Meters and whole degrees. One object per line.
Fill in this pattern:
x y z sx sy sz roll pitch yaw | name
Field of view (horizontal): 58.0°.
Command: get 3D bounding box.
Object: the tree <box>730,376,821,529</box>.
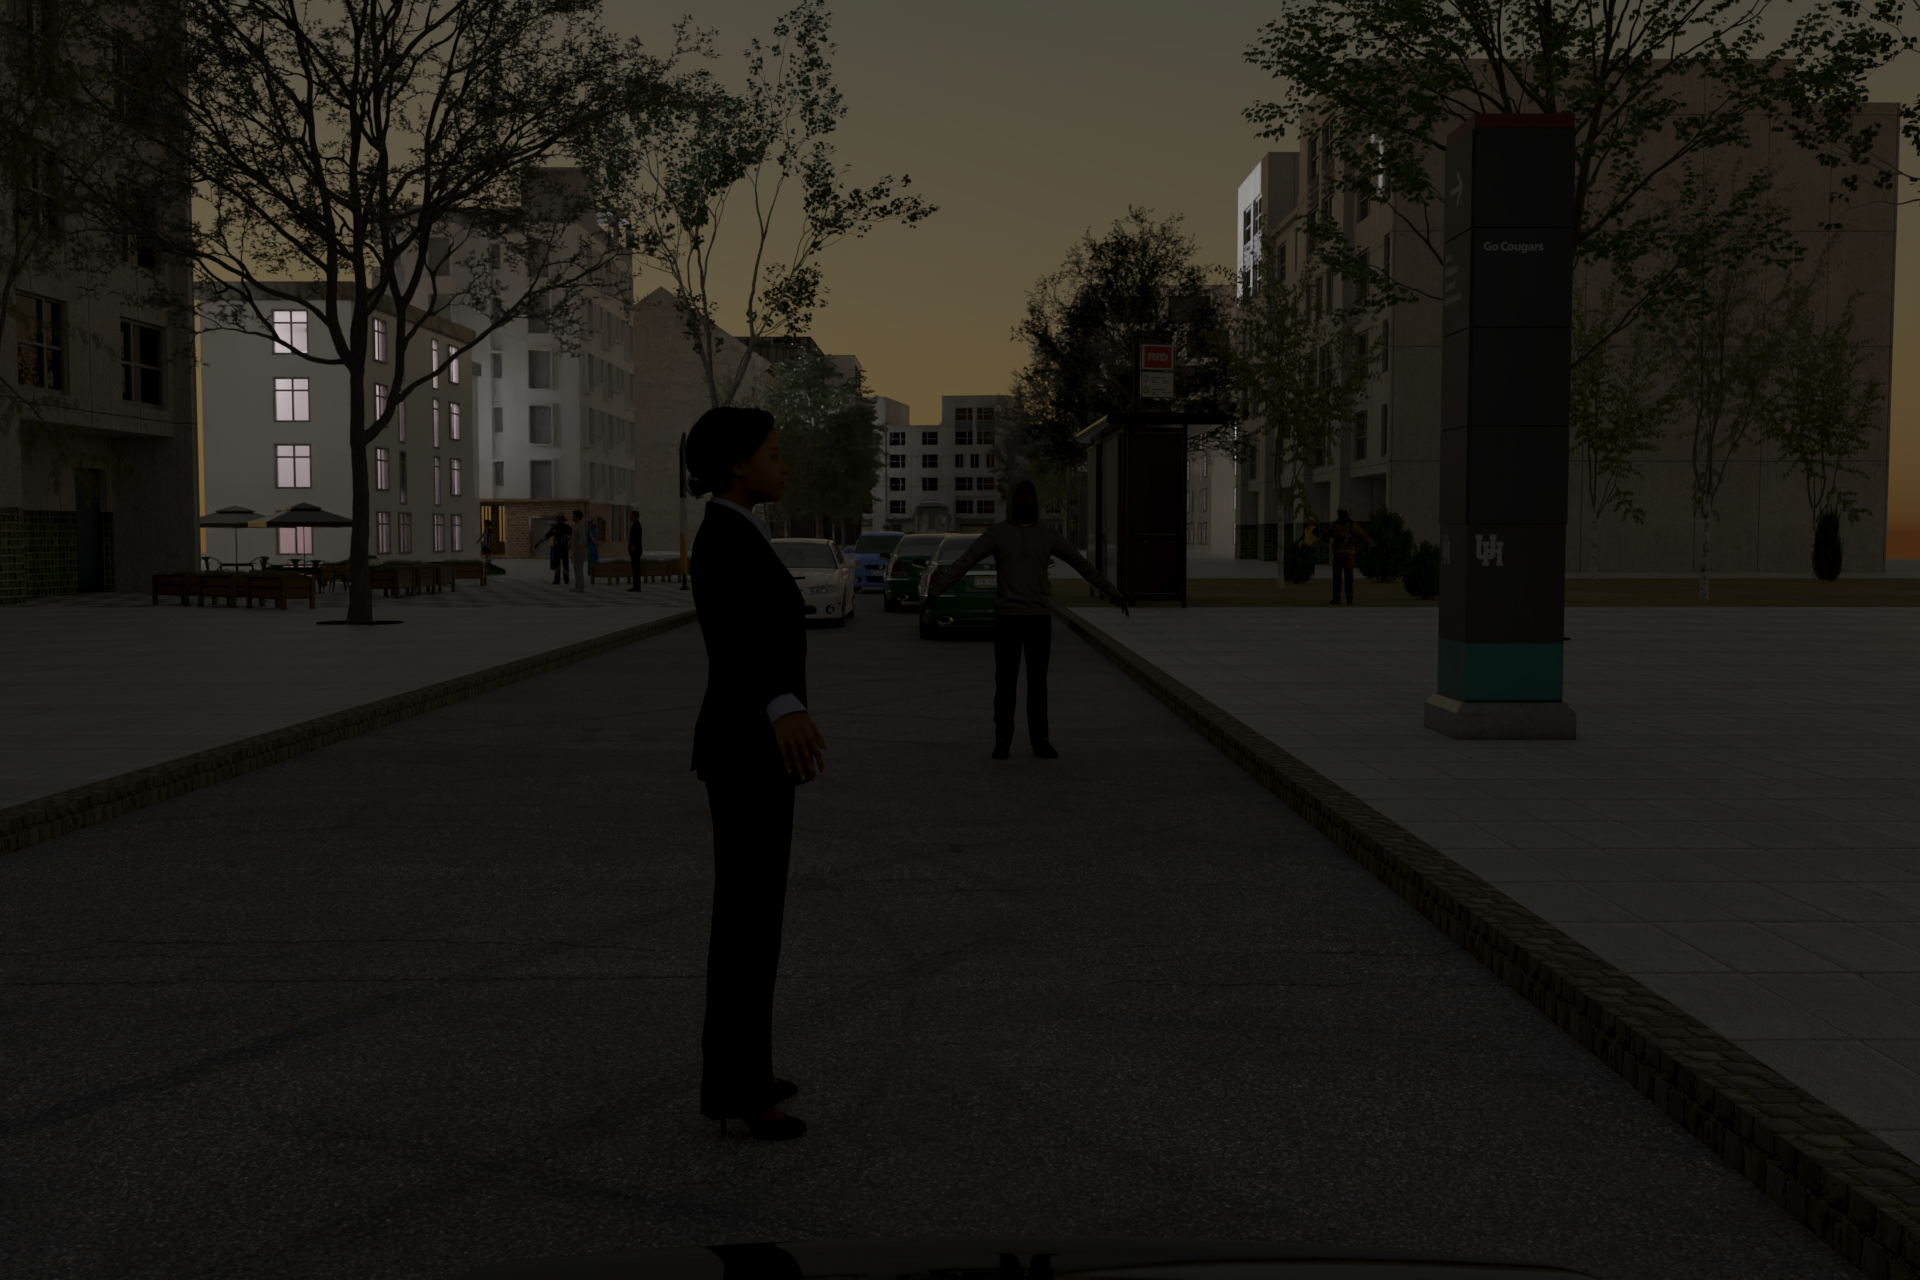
-9.344 -8.018 81.459 4.360 8.622 3.978 0 3 0 | tree

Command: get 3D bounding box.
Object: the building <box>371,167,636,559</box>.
-24.434 -14.328 90.682 16.016 20.090 11.380 0 4 1 | building

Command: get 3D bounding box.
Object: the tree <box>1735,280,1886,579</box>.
24.460 -6.063 49.493 4.737 8.622 4.395 0 3 0 | tree

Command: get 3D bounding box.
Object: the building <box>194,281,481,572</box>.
-24.537 -7.924 71.709 9.099 9.664 28.070 0 4 0 | building

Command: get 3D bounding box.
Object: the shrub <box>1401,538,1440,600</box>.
9.124 -1.393 33.898 1.383 1.207 1.383 0 3 0 | shrub

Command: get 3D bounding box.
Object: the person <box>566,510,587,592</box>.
-8.501 -1.971 38.418 0.705 1.806 1.347 -1 4 -23 | person

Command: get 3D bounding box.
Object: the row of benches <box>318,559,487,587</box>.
-13.675 -1.675 42.842 4.104 0.672 1.422 0 4 -7 | row of benches

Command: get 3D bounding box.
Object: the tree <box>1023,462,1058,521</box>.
6.207 -11.374 136.325 4.737 8.622 4.395 0 3 0 | tree

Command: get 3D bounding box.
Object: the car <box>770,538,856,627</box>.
-2.707 -0.967 28.166 2.083 1.381 4.827 0 4 -1 | car

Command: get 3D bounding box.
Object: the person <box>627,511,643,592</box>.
-7.280 -1.986 38.701 0.704 1.802 1.346 -1 4 -14 | person

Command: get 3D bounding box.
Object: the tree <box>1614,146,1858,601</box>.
14.007 -5.049 32.920 4.360 8.622 3.978 0 3 0 | tree

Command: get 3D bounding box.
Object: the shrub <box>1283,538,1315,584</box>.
8.680 -2.047 44.593 1.383 1.207 1.383 0 3 0 | shrub

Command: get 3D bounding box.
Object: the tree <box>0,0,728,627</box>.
-8.432 -6.971 24.345 12.009 13.543 11.850 0 3 0 | tree

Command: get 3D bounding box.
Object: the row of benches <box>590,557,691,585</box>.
-8.126 -1.842 45.579 1.422 0.672 4.104 2 4 29 | row of benches

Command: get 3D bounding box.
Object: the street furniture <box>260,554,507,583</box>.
-16.487 -2.097 49.911 5.734 0.657 10.072 0 4 2 | street furniture

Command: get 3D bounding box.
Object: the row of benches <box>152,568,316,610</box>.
-12.819 -0.925 30.581 4.104 0.672 1.422 2 4 35 | row of benches

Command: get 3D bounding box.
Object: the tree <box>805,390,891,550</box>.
-9.296 -13.346 136.342 7.486 12.596 7.792 0 3 0 | tree

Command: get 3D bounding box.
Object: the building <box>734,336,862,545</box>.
-25.931 -21.500 195.506 27.936 21.610 32.646 0 3 0 | building

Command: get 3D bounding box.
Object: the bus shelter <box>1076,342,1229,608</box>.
3.500 -3.452 34.064 2.179 5.291 8.768 0 4 -1 | bus shelter

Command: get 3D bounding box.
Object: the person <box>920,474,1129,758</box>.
0.407 -0.155 11.116 1.348 1.813 0.705 0 4 -7 | person

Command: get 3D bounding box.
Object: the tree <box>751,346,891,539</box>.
-9.474 -12.818 116.230 9.857 13.997 8.962 0 3 0 | tree

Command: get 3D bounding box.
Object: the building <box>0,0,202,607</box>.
-25.267 -9.533 22.328 16.747 18.905 31.486 0 3 0 | building

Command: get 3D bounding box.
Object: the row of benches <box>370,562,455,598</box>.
-11.559 -1.289 36.532 1.422 0.672 4.104 0 3 0 | row of benches

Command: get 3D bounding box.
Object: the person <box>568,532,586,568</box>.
-14.482 -3.638 65.755 1.348 1.796 0.705 3 5 41 | person

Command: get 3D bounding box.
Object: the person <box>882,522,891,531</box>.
-1.951 -2.409 48.312 0.721 1.772 1.216 0 4 -3 | person

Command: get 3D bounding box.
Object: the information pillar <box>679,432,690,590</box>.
-6.342 -2.957 39.700 0.183 3.616 0.504 0 3 0 | information pillar

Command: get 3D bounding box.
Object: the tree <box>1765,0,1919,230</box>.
23.725 -11.056 36.655 12.611 20.169 13.585 0 3 0 | tree

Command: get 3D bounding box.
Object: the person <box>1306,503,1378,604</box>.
7.003 -1.585 31.677 1.354 1.858 0.705 2 4 31 | person

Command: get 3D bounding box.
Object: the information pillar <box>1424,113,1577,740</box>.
3.466 -1.325 11.049 0.750 3.857 0.750 0 3 0 | information pillar

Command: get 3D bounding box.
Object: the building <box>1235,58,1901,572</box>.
22.633 -12.647 73.237 16.747 18.905 31.486 0 4 0 | building

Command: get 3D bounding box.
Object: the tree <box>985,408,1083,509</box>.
5.625 -11.793 127.226 7.601 10.594 8.767 1 4 19 | tree

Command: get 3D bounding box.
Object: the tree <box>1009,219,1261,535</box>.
5.500 -7.165 51.562 7.601 10.594 8.767 2 4 26 | tree

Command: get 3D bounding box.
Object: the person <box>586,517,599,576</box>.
-11.258 -2.868 53.016 0.704 1.817 1.347 -1 4 -19 | person

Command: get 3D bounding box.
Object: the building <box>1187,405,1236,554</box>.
20.567 -10.340 111.206 9.099 9.664 28.070 0 3 0 | building

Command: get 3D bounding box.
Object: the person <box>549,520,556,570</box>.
-14.426 -3.383 61.777 0.721 1.772 1.216 -2 4 -33 | person

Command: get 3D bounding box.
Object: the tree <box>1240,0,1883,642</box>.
6.888 -5.798 20.546 9.928 11.665 9.643 0 3 0 | tree

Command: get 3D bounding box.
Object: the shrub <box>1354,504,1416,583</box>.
11.189 -2.544 45.640 1.661 2.075 1.752 0 3 0 | shrub

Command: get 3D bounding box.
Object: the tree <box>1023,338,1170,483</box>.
6.408 -8.829 78.772 8.767 10.594 7.601 2 4 32 | tree

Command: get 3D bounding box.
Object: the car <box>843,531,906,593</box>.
-1.899 -2.041 42.961 1.945 1.707 3.694 0 4 -1 | car

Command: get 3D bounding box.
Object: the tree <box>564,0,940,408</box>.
-7.492 -12.547 61.036 12.611 20.169 13.585 0 3 0 | tree

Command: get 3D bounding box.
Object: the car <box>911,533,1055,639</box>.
0.343 -0.809 25.028 2.131 1.459 4.920 0 3 0 | car

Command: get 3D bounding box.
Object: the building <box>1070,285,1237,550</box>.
23.796 -19.244 158.622 27.936 21.610 32.646 0 3 0 | building

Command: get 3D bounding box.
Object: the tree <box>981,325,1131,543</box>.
6.160 -11.576 99.643 12.009 13.543 11.850 0 3 0 | tree

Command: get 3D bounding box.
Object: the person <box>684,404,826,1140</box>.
-0.444 0.303 4.223 0.721 1.740 1.216 -1 4 -9 | person

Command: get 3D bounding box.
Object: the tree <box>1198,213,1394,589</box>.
7.785 -5.514 40.514 4.737 8.622 4.395 0 3 0 | tree

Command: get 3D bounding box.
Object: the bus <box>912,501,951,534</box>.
-2.081 -8.586 131.929 2.896 3.916 12.251 0 3 0 | bus

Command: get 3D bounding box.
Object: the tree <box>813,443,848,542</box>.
-9.275 -10.955 129.481 4.360 8.622 3.978 0 3 0 | tree

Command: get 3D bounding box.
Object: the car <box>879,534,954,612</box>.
-0.510 -1.310 33.222 2.131 1.459 4.920 0 4 -1 | car

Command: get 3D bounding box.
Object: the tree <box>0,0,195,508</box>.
-9.049 -3.953 14.986 4.360 8.622 3.978 0 3 0 | tree

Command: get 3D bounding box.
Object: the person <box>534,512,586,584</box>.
-10.235 -2.363 44.414 1.354 1.856 0.705 0 4 6 | person

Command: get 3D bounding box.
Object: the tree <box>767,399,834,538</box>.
-9.752 -8.839 94.888 4.360 8.622 3.978 0 3 0 | tree

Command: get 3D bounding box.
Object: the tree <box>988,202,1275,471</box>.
6.572 -9.373 63.623 12.009 13.543 11.850 0 3 0 | tree

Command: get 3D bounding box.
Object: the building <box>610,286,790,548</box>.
-26.351 -20.313 163.044 19.493 23.208 18.063 0 4 1 | building

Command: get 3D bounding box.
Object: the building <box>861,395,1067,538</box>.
-0.984 -21.945 227.707 31.486 18.905 16.747 1 4 9 | building

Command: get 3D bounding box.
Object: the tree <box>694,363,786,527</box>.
-9.426 -7.612 74.818 4.360 8.622 3.978 0 3 0 | tree

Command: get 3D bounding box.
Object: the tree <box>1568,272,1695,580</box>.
17.957 -5.986 48.240 4.737 8.622 4.395 0 3 0 | tree

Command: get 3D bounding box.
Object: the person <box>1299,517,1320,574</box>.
10.951 -2.956 54.302 0.705 1.833 1.349 -1 4 -21 | person

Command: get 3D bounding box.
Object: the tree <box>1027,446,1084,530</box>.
6.540 -10.177 116.760 4.737 8.622 4.395 0 3 0 | tree

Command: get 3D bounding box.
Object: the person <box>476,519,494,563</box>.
-17.559 -3.554 64.249 0.704 1.843 1.345 -3 5 -41 | person
